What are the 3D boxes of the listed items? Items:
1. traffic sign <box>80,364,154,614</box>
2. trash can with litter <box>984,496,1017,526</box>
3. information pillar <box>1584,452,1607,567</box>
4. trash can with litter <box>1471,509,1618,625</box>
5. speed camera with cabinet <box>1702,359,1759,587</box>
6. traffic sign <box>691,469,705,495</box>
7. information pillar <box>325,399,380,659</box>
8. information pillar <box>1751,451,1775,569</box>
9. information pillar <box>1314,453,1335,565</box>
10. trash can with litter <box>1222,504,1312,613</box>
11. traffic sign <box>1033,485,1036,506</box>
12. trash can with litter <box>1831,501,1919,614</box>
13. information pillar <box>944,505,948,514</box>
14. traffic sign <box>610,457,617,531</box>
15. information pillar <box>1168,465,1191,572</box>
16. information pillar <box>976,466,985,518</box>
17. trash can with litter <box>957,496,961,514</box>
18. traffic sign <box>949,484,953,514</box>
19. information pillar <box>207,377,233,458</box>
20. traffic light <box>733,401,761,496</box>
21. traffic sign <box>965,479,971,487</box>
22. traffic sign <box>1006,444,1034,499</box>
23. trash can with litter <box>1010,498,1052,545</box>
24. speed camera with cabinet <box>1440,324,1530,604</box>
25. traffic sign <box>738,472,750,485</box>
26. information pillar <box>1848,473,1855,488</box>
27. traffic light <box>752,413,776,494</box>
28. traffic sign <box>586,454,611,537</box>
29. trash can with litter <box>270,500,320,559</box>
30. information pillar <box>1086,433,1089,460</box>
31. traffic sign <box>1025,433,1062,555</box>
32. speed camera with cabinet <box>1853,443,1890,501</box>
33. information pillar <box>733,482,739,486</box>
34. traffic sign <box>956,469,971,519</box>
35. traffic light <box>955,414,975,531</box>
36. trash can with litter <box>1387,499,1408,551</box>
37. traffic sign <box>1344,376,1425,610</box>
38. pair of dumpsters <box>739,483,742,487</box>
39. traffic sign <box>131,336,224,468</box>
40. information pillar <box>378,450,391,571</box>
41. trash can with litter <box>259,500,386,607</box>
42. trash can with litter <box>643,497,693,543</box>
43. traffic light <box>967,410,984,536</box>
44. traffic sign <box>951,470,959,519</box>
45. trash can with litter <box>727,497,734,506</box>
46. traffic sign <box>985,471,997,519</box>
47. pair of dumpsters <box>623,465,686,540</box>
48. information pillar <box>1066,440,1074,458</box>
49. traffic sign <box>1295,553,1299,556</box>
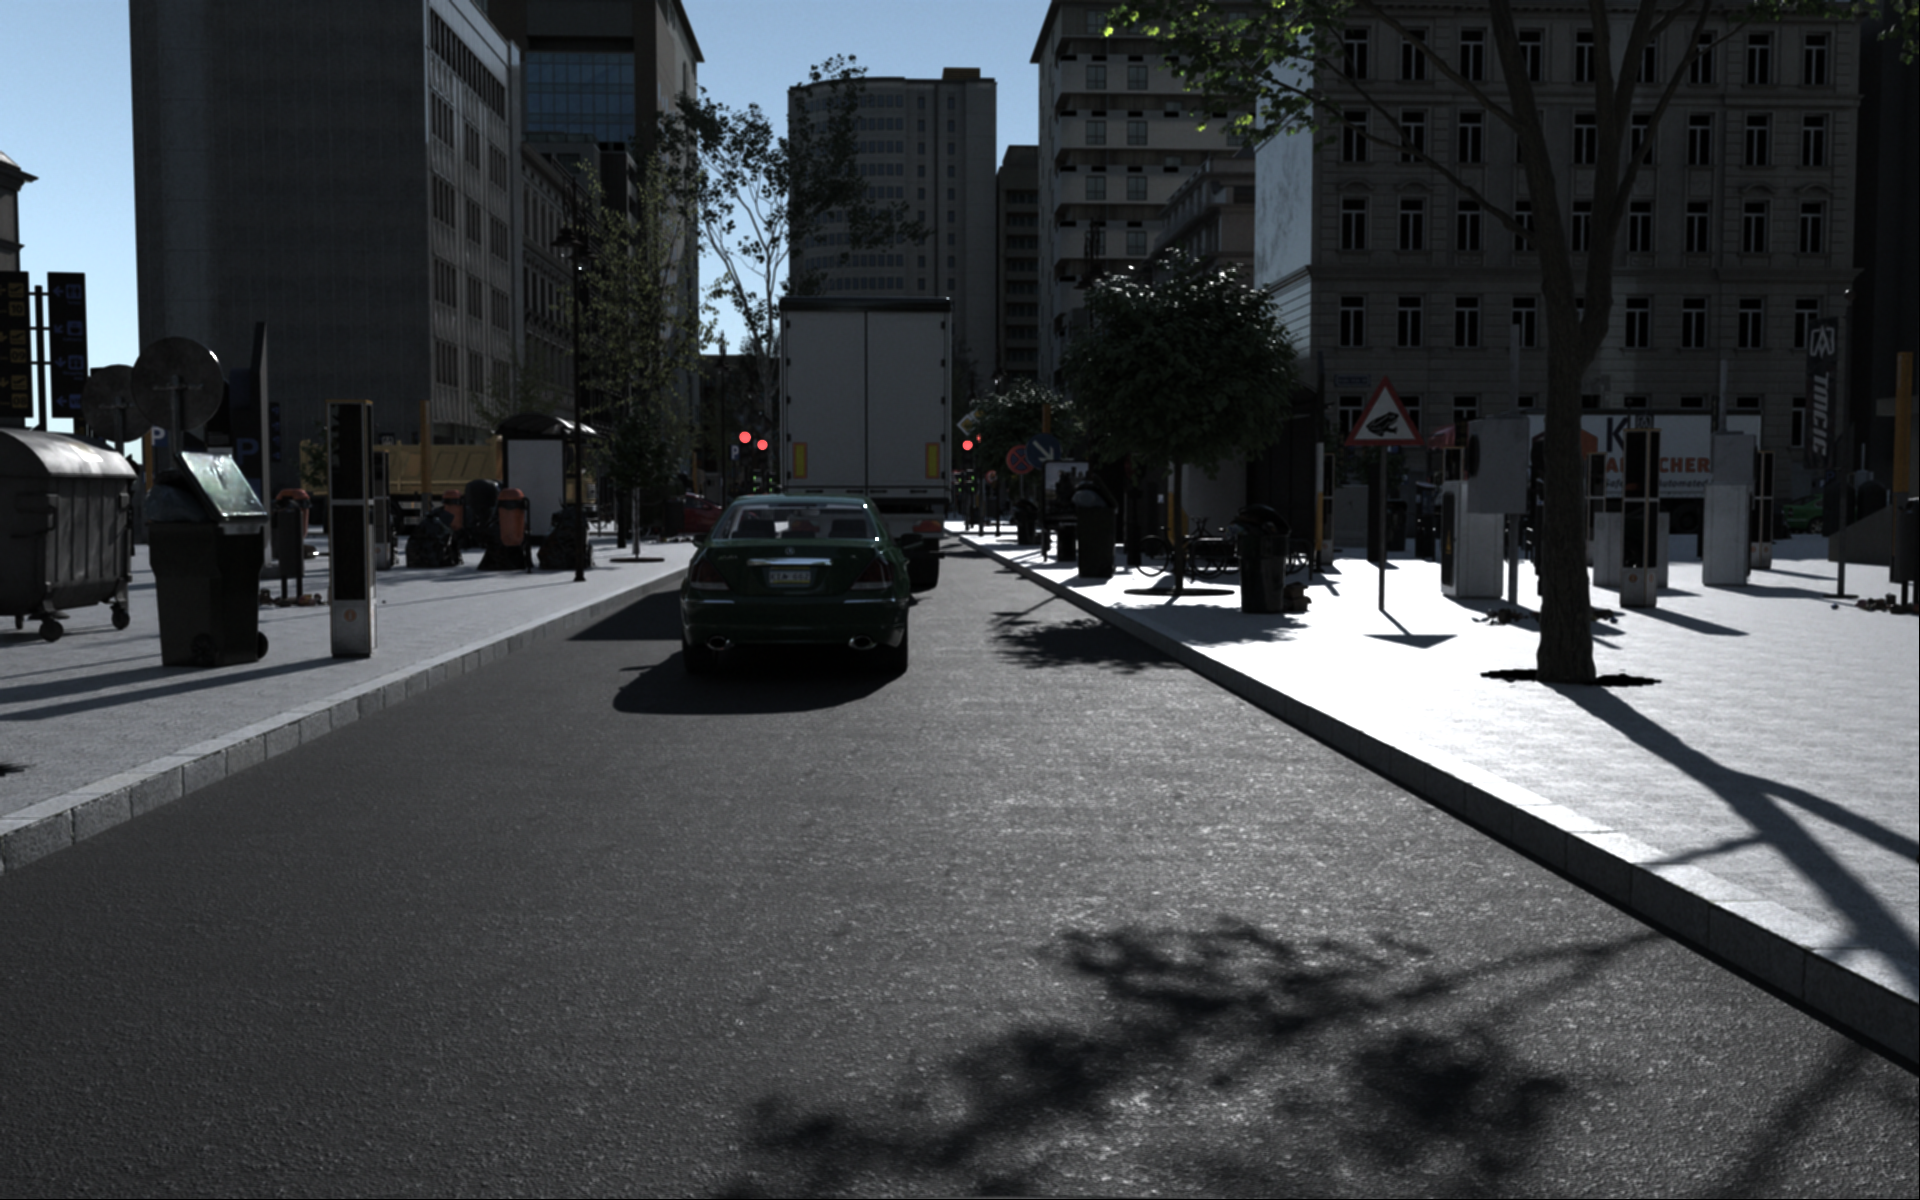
[{"bbox_3d":[-8.263,-1.036,17.051,0.768,2.556,0.104,0,4,-1],"label":"traffic sign"},{"bbox_3d":[1.681,-3.607,70.026,2.233,1.210,1.678,-3,4,-38],"label":"trash can with litter"},{"bbox_3d":[11.263,-1.602,30.689,0.304,2.012,0.304,1,4,13],"label":"information pillar"},{"bbox_3d":[5.921,-0.409,17.750,2.233,1.210,1.678,-3,4,-38],"label":"trash can with litter"},{"bbox_3d":[11.079,-1.866,24.846,0.660,3.252,2.038,2,4,27],"label":"speed camera with cabinet"},{"bbox_3d":[-13.110,-5.308,86.890,0.768,2.556,0.104,0,4,-1],"label":"traffic sign"},{"bbox_3d":[-4.775,-0.557,13.600,0.304,2.012,0.304,-1,4,-9],"label":"information pillar"},{"bbox_3d":[13.690,-1.539,29.651,0.304,2.012,0.304,-2,4,-29],"label":"information pillar"},{"bbox_3d":[6.588,-1.641,31.315,0.304,2.012,0.304,0,4,3],"label":"information pillar"},{"bbox_3d":[3.381,-0.460,18.905,0.624,1.170,1.055,3,5,40],"label":"trash can with litter"},{"bbox_3d":[2.218,-3.142,51.484,0.768,2.556,0.104,0,4,5],"label":"traffic sign"},{"bbox_3d":[10.557,-0.497,19.176,1.678,1.210,2.233,1,4,16],"label":"trash can with litter"},{"bbox_3d":[-0.977,-7.224,109.463,0.504,3.616,0.183,-2,4,-32],"label":"information pillar"},{"bbox_3d":[-11.871,-3.639,59.610,0.768,2.556,0.104,0,4,-2],"label":"traffic sign"},{"bbox_3d":[3.587,-2.263,28.358,0.183,3.616,0.504,3,5,41],"label":"information pillar"},{"bbox_3d":[1.090,-6.119,91.408,0.504,3.616,0.183,1,4,12],"label":"information pillar"},{"bbox_3d":[0.172,-5.999,109.471,0.624,1.170,1.055,-1,4,-8],"label":"trash can with litter"},{"bbox_3d":[-0.663,-6.836,111.871,0.768,2.556,0.104,0,4,0],"label":"traffic sign"},{"bbox_3d":[-13.145,-2.411,30.771,0.504,3.616,0.183,1,4,13],"label":"information pillar"},{"bbox_3d":[-6.427,-3.869,52.175,0.839,4.253,0.868,0,4,-3],"label":"traffic light"},{"bbox_3d":[0.625,-8.070,132.048,0.768,2.556,0.104,0,4,3],"label":"traffic sign"},{"bbox_3d":[1.574,-2.713,44.468,0.768,2.556,0.104,0,4,3],"label":"traffic sign"},{"bbox_3d":[1.808,-1.977,43.712,0.624,1.170,1.055,3,5,45],"label":"trash can with litter"},{"bbox_3d":[6.334,-1.630,20.983,0.660,3.252,2.038,0,4,4],"label":"speed camera with cabinet"},{"bbox_3d":[-12.455,-6.109,99.991,0.768,2.556,0.104,0,4,-1],"label":"traffic sign"},{"bbox_3d":[31.498,-3.483,61.444,0.304,2.012,0.304,-1,4,-17],"label":"information pillar"},{"bbox_3d":[-6.818,-4.357,60.150,0.839,4.253,0.868,0,4,-3],"label":"traffic light"},{"bbox_3d":[-10.840,-3.173,51.986,0.768,2.556,0.104,0,4,-2],"label":"traffic sign"},{"bbox_3d":[-13.183,-1.401,34.296,1.055,1.170,0.624,1,4,16],"label":"trash can with litter"},{"bbox_3d":[4.918,-4.604,66.626,0.183,3.616,0.504,0,4,-2],"label":"information pillar"},{"bbox_3d":[1.742,-2.208,36.203,0.768,2.556,0.104,0,4,1],"label":"traffic sign"},{"bbox_3d":[35.950,-4.475,67.503,2.038,3.252,0.660,2,4,35],"label":"speed camera with cabinet"},{"bbox_3d":[-13.127,-5.938,101.582,0.304,2.012,0.304,-1,4,-21],"label":"information pillar"},{"bbox_3d":[0.178,-5.356,87.673,0.768,2.556,0.104,0,4,3],"label":"traffic sign"},{"bbox_3d":[0.234,-4.379,60.511,0.839,4.253,0.868,0,4,-3],"label":"traffic light"},{"bbox_3d":[9.790,-1.699,39.161,0.624,1.170,1.055,1,4,12],"label":"trash can with litter"},{"bbox_3d":[4.665,-1.168,19.100,0.884,2.594,0.081,0,4,2],"label":"traffic sign"},{"bbox_3d":[-14.195,-6.834,114.233,1.574,2.255,4.437,0,4,-3],"label":"pair of dumpsters"},{"bbox_3d":[-6.332,-0.851,14.020,0.768,2.556,0.104,0,4,3],"label":"traffic sign"},{"bbox_3d":[-9.771,-1.506,29.116,0.304,2.012,0.304,0,4,-6],"label":"information pillar"},{"bbox_3d":[-7.927,-0.574,20.449,1.678,1.210,2.233,-3,5,-40],"label":"trash can with litter"},{"bbox_3d":[-7.239,-2.146,46.145,2.233,1.210,1.678,0,4,1],"label":"trash can with litter"},{"bbox_3d":[0.625,-3.891,52.535,0.839,4.253,0.868,0,4,-3],"label":"traffic light"},{"bbox_3d":[-0.264,-5.540,90.692,0.768,2.556,0.104,0,4,5],"label":"traffic sign"},{"bbox_3d":[-10.134,-4.056,77.708,1.055,1.170,0.624,3,5,43],"label":"trash can with litter"},{"bbox_3d":[1.706,-5.493,89.919,0.768,2.556,0.104,0,4,2],"label":"traffic sign"},{"bbox_3d":[-8.993,-2.940,50.557,1.574,2.255,4.437,0,4,-3],"label":"pair of dumpsters"},{"bbox_3d":[4.603,-4.976,72.704,0.183,3.616,0.504,-2,4,-27],"label":"information pillar"},{"bbox_3d":[6.822,-2.131,34.942,0.768,2.556,0.104,0,4,-2],"label":"traffic sign"}]
